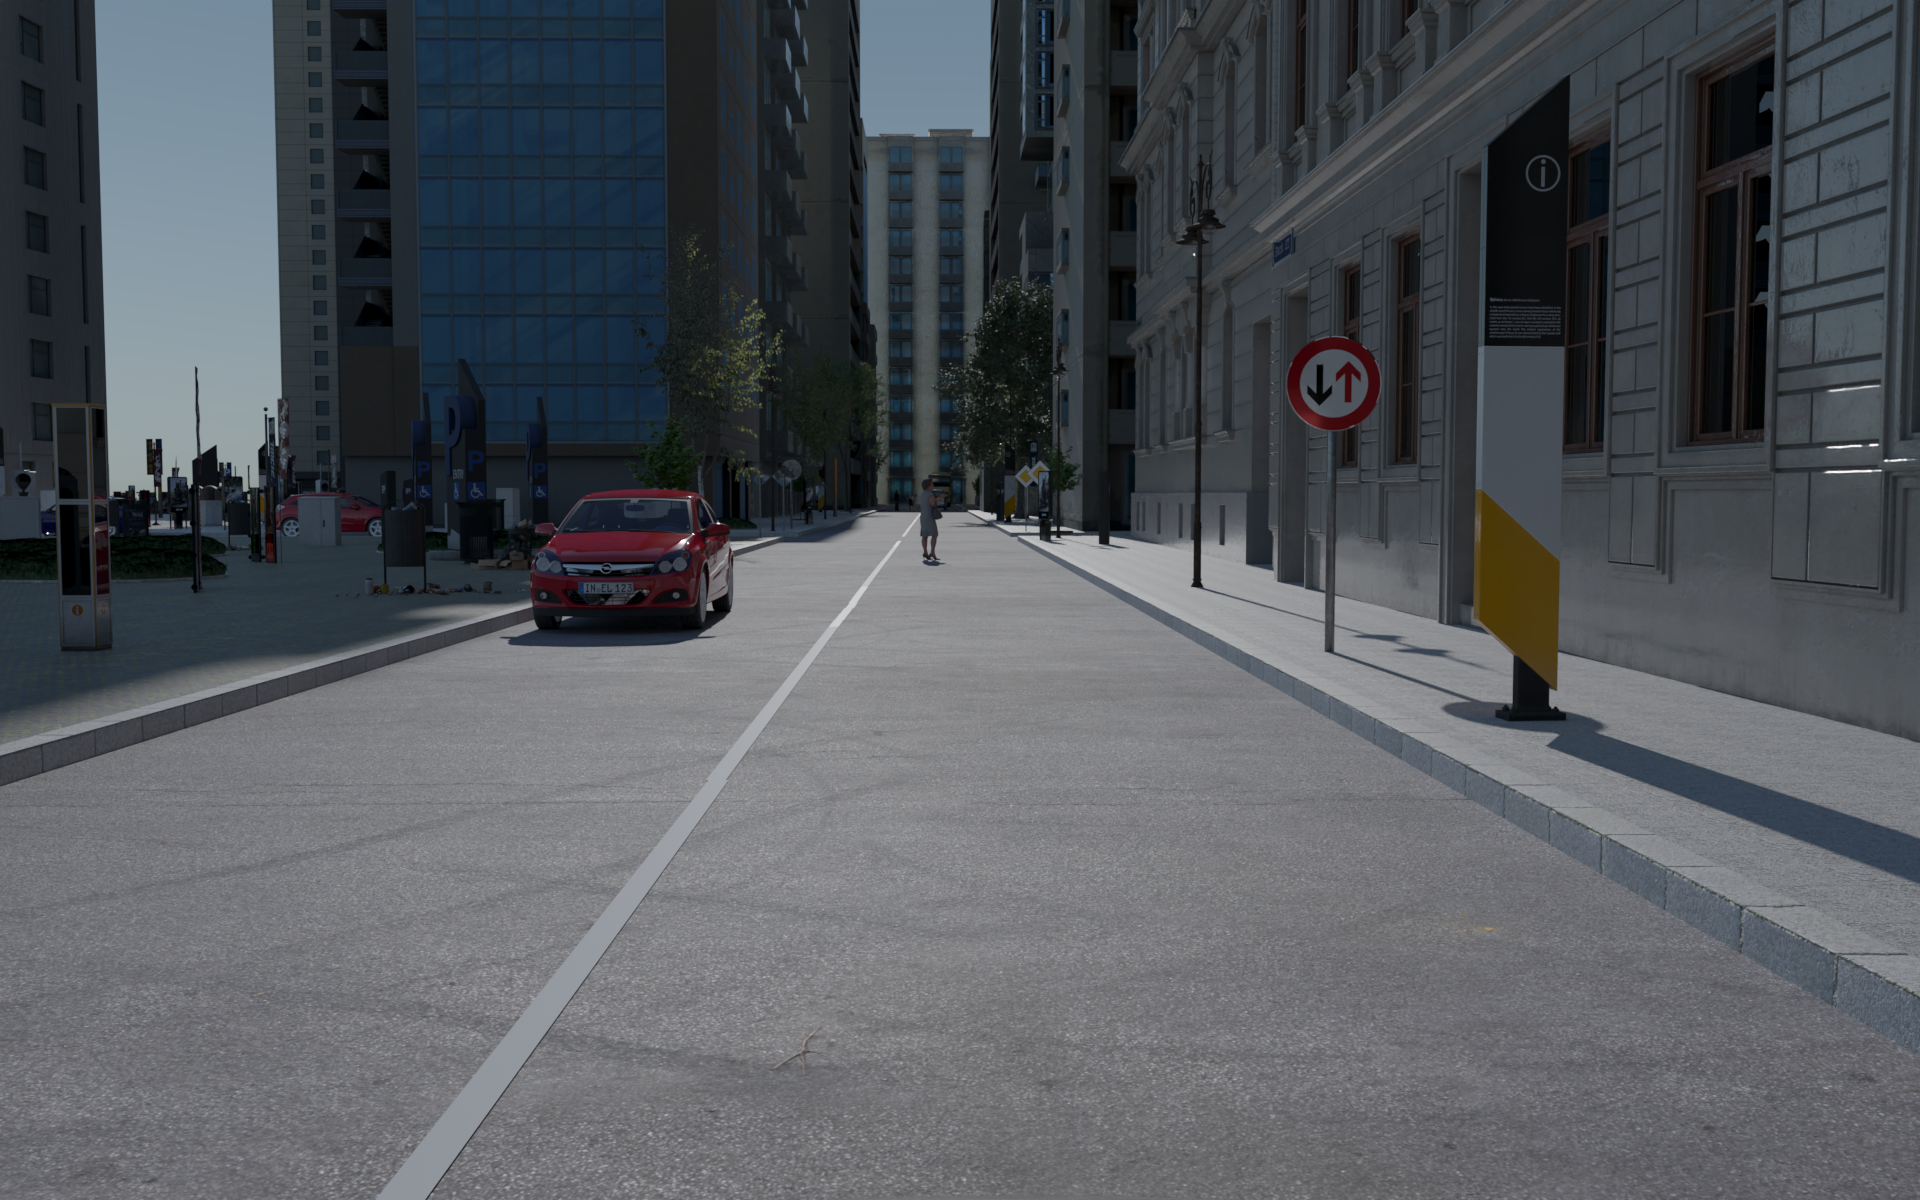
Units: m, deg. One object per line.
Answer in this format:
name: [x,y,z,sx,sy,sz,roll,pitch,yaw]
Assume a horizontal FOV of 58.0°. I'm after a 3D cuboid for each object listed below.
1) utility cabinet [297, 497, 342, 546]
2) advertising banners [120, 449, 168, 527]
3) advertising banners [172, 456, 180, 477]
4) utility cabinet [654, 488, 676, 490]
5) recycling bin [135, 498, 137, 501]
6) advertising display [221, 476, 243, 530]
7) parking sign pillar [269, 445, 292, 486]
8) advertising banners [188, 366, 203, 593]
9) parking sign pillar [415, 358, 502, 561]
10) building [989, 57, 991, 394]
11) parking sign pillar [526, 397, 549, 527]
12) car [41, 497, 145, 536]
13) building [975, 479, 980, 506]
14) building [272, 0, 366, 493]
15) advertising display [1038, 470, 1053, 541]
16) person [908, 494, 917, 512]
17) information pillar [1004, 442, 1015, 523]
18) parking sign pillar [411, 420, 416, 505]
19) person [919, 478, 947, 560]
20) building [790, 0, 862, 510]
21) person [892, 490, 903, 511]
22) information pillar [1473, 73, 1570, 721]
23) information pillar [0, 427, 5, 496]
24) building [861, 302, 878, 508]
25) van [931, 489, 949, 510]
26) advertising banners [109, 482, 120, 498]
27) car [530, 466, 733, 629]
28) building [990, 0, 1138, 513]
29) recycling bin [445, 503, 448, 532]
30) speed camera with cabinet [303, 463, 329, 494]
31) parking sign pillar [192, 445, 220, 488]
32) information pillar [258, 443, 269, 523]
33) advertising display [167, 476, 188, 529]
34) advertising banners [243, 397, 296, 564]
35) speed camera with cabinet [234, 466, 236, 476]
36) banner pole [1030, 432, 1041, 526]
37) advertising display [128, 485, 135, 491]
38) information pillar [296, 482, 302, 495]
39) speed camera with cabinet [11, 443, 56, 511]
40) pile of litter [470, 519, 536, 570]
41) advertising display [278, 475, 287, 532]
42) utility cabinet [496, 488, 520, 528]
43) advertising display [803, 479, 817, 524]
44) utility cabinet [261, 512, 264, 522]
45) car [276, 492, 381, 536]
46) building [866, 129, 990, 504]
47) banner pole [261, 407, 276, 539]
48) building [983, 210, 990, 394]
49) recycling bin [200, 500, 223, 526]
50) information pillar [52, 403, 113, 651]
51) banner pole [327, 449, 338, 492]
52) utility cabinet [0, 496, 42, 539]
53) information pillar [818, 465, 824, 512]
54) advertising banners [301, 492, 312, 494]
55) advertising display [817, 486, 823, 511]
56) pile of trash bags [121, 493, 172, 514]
utility cabinet: [-15.972,-1.959,43.196,1.020,1.237,0.306,1,4,11]
advertising banners: [-31.307,-4.298,66.454,0.090,3.025,2.074,1,4,18]
advertising banners: [-35.247,-5.007,78.055,0.090,3.025,2.074,-2,4,-27]
utility cabinet: [-10.235,-3.155,60.266,1.173,1.500,0.318,3,5,40]
recycling bin: [-54.067,-6.123,112.658,0.722,1.027,0.722,2,4,26]
advertising display: [-26.027,-3.472,61.982,0.123,1.923,0.974,1,4,17]
parking sign pillar: [-34.568,-6.098,88.172,1.447,3.967,1.447,1,4,14]
advertising banners: [-10.255,-1.656,23.256,0.090,3.025,2.074,-1,4,-20]
parking sign pillar: [-9.680,-2.780,33.930,1.447,3.967,1.447,-2,4,-32]
building: [9.745,-29.333,163.196,14.154,41.232,14.086,0,4,-1]
parking sign pillar: [-11.556,-3.603,47.388,1.447,3.967,1.447,-1,4,-19]
car: [-28.509,-2.657,56.016,3.894,1.354,1.945,0,4,-2]
building: [17.958,-30.906,197.189,32.217,40.220,23.993,0,4,-1]
building: [-63.682,-46.418,197.183,20.611,71.187,20.563,0,4,-1]
advertising display: [2.352,-2.600,47.719,0.123,1.923,0.974,-1,4,-15]
person: [-3.731,-7.704,137.642,0.799,1.438,0.628,0,4,8]
information pillar: [2.234,-5.291,77.865,0.504,3.616,0.183,0,4,-7]
parking sign pillar: [-14.082,-3.481,45.388,1.447,3.967,1.447,-1,4,-19]
person: [-0.564,-1.762,37.660,0.532,1.782,0.716,-2,4,-30]
building: [-19.384,-31.851,144.470,21.300,48.544,21.600,0,4,-1]
person: [-5.406,-8.585,148.879,0.705,1.822,1.348,3,5,41]
information pillar: [3.171,-1.126,9.757,0.504,3.616,0.183,0,4,-6]
information pillar: [-28.616,-3.670,51.362,0.183,3.616,0.504,3,5,44]
building: [-22.434,-19.916,170.658,27.650,21.520,28.899,0,4,-1]
van: [-1.980,-8.935,153.093,2.013,2.044,4.112,0,4,0]
advertising banners: [-48.614,-6.346,99.947,0.090,3.025,2.074,2,4,28]
car: [-3.642,-0.652,19.697,2.155,1.783,4.494,0,4,-1]
building: [13.521,-31.897,145.215,21.300,48.544,21.600,0,4,-1]
recycling bin: [-14.147,-2.221,48.861,0.722,1.027,0.722,-1,4,-16]
speed camera with cabinet: [-41.614,-7.159,111.385,0.660,3.252,2.038,3,5,40]
parking sign pillar: [-41.040,-6.470,94.263,1.447,3.967,1.447,0,4,-5]
information pillar: [-30.598,-5.187,76.157,0.504,3.616,0.183,1,4,13]
advertising display: [-28.885,-3.593,63.961,0.123,1.923,0.974,1,4,14]
advertising banners: [-12.829,-2.199,32.147,0.090,3.025,2.074,-3,5,-42]
speed camera with cabinet: [-51.806,-7.811,122.048,2.038,3.252,0.660,0,4,-4]
banner pole: [3.094,-4.924,70.531,0.401,3.779,0.863,-2,4,-34]
advertising display: [-60.396,-7.408,126.328,0.123,1.923,0.974,0,4,-4]
information pillar: [-39.521,-6.050,103.403,0.304,2.012,0.304,1,4,8]
speed camera with cabinet: [-35.365,-4.427,66.725,2.038,3.252,0.660,0,4,-1]
pile of litter: [-7.688,-0.957,29.607,1.176,0.858,1.719,-2,4,-35]
advertising display: [-22.997,-3.278,58.813,0.123,1.923,0.974,-2,4,-31]
utility cabinet: [-16.514,-3.343,63.332,0.318,1.500,1.173,-3,5,-45]
advertising display: [-6.417,-4.173,73.439,0.123,1.923,0.974,1,4,16]
utility cabinet: [-32.042,-4.191,79.689,0.306,1.237,1.020,2,4,30]
car: [-19.758,-2.860,55.799,4.494,1.783,2.155,0,4,1]
building: [-1.307,-37.328,229.921,30.456,49.044,23.786,0,4,-1]
banner pole: [-19.801,-3.653,49.738,0.401,3.779,0.863,-3,5,-44]
building: [9.286,-24.871,178.347,14.160,30.474,14.107,0,4,-1]
recycling bin: [-30.239,-3.504,69.847,0.722,1.027,0.722,-3,5,-44]
information pillar: [-7.194,-0.594,14.210,0.304,2.012,0.304,0,4,-2]
banner pole: [-34.690,-6.463,95.686,0.863,3.779,0.401,2,4,29]
utility cabinet: [-24.604,-2.086,45.271,1.020,1.237,0.306,-1,4,-23]
information pillar: [-9.669,-7.925,120.931,0.504,3.616,0.183,-1,4,-15]
advertising banners: [-40.318,-6.706,105.823,2.074,3.025,0.090,2,4,25]
advertising display: [-10.645,-7.756,132.029,0.974,1.923,0.123,3,5,39]
pile of trash bags: [-51.948,-6.140,110.140,1.912,1.369,3.447,2,4,28]
